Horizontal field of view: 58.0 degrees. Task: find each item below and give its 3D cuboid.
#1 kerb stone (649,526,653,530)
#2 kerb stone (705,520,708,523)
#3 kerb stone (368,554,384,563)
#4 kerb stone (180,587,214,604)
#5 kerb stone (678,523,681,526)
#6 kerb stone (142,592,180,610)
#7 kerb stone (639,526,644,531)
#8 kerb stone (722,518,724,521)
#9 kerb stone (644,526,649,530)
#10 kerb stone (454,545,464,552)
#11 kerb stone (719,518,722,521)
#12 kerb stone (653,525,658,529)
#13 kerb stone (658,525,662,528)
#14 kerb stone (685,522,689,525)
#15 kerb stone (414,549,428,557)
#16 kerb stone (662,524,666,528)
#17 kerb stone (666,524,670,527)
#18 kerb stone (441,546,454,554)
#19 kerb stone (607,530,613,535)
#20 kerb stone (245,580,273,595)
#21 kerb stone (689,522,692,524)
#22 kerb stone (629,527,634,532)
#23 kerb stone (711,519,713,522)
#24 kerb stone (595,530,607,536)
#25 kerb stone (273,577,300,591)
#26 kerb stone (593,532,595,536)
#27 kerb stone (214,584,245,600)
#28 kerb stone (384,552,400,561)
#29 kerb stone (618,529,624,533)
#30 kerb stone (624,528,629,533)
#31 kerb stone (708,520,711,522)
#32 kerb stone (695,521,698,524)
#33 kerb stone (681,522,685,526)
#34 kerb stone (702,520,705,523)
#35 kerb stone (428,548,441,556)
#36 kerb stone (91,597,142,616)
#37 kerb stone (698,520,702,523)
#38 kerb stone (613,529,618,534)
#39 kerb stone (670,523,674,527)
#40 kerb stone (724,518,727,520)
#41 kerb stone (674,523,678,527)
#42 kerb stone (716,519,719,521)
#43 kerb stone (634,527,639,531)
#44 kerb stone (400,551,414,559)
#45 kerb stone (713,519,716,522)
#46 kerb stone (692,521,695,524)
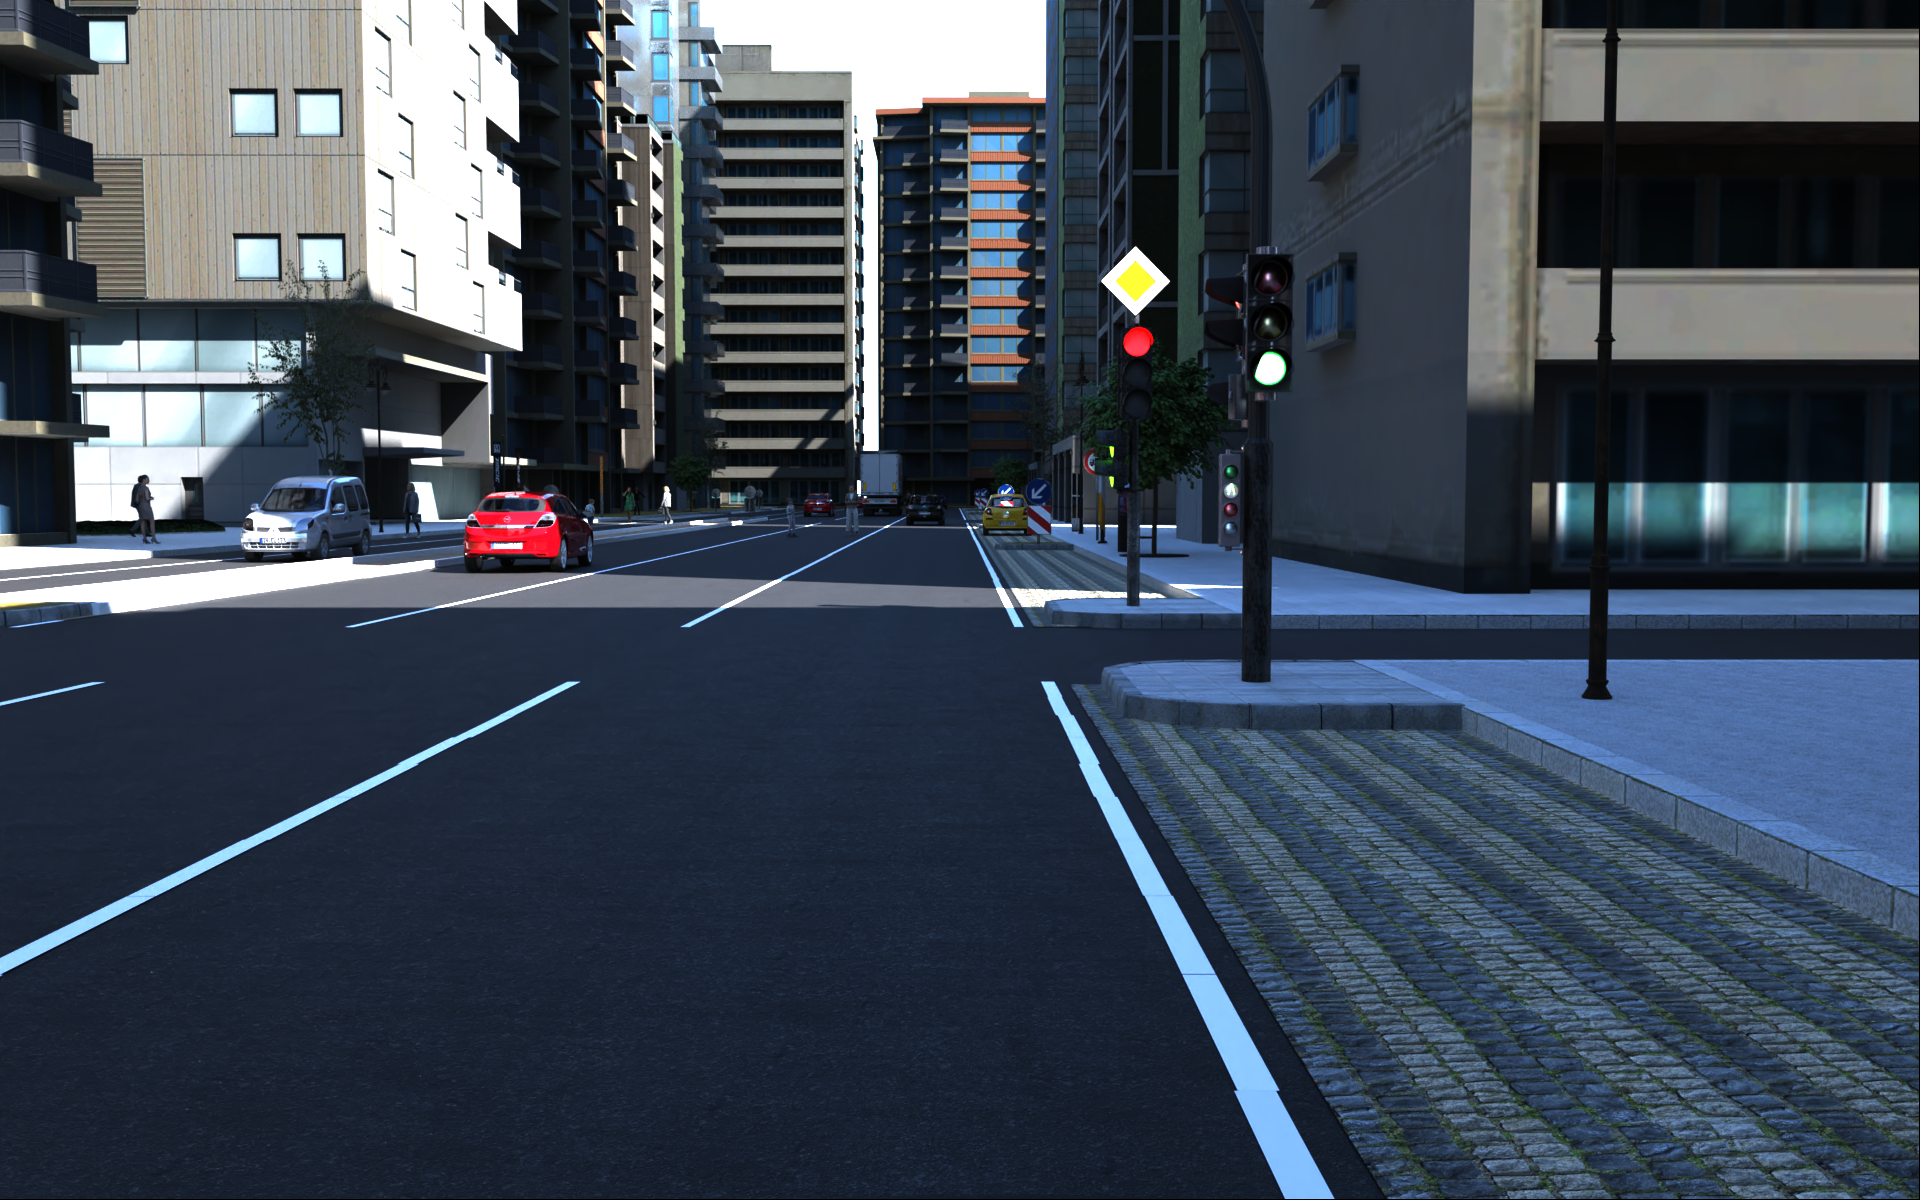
[{"bbox_3d":[-12.489,-2.869,69.096,0.120,0.150,1.000,0,4,0],"label":"kerb stone"},{"bbox_3d":[-12.551,-3.808,84.459,0.120,0.150,1.000,0,4,0],"label":"kerb stone"},{"bbox_3d":[-12.344,-0.862,36.285,0.120,0.150,1.000,0,4,0],"label":"kerb stone"},{"bbox_3d":[-10.182,-0.045,22.935,0.120,0.150,1.000,0,4,0],"label":"kerb stone"},{"bbox_3d":[-12.514,-3.304,76.265,0.120,0.150,1.000,0,4,0],"label":"kerb stone"},{"bbox_3d":[-10.179,0.020,21.903,0.120,0.150,1.000,0,4,0],"label":"kerb stone"},{"bbox_3d":[-12.478,-2.739,67.052,0.120,0.150,1.000,0,4,0],"label":"kerb stone"},{"bbox_3d":[-12.585,-4.182,90.617,0.120,0.150,1.000,0,4,0],"label":"kerb stone"},{"bbox_3d":[-12.482,-2.805,68.074,0.120,0.150,1.000,0,4,0],"label":"kerb stone"},{"bbox_3d":[-12.373,-1.239,42.447,0.120,0.150,1.000,0,4,0],"label":"kerb stone"},{"bbox_3d":[-12.582,-4.118,89.584,0.120,0.150,1.000,0,4,0],"label":"kerb stone"},{"bbox_3d":[-12.493,-2.931,70.118,0.120,0.150,1.000,0,4,0],"label":"kerb stone"},{"bbox_3d":[-12.495,-2.993,71.141,0.120,0.150,1.000,0,4,0],"label":"kerb stone"},{"bbox_3d":[-12.526,-3.432,78.314,0.120,0.150,1.000,0,4,0],"label":"kerb stone"},{"bbox_3d":[-12.359,-1.047,39.359,0.120,0.150,1.000,0,4,0],"label":"kerb stone"},{"bbox_3d":[-12.507,-3.056,72.169,0.120,0.150,1.000,0,4,0],"label":"kerb stone"},{"bbox_3d":[-12.508,-3.119,73.193,0.120,0.150,1.000,0,4,0],"label":"kerb stone"},{"bbox_3d":[-12.375,-1.176,41.425,0.120,0.150,1.000,0,4,0],"label":"kerb stone"},{"bbox_3d":[-12.455,-2.367,60.898,0.120,0.150,1.000,0,4,0],"label":"kerb stone"},{"bbox_3d":[-10.200,-0.171,24.988,0.120,0.150,1.000,0,4,0],"label":"kerb stone"},{"bbox_3d":[-12.535,-3.495,79.341,0.120,0.150,1.000,0,4,0],"label":"kerb stone"},{"bbox_3d":[-12.464,-2.618,65.004,0.120,0.150,1.000,0,4,0],"label":"kerb stone"},{"bbox_3d":[-12.575,-3.932,86.511,0.120,0.150,1.000,0,4,0],"label":"kerb stone"},{"bbox_3d":[-12.448,-2.305,59.876,0.120,0.150,1.000,0,4,0],"label":"kerb stone"},{"bbox_3d":[-10.198,-0.234,26.024,0.120,0.150,1.000,0,4,0],"label":"kerb stone"},{"bbox_3d":[-12.436,-2.180,57.831,0.120,0.150,1.000,0,4,0],"label":"kerb stone"},{"bbox_3d":[-10.192,-0.108,23.966,0.120,0.150,1.000,0,4,0],"label":"kerb stone"},{"bbox_3d":[-12.345,-0.924,37.313,0.120,0.150,1.000,0,4,0],"label":"kerb stone"},{"bbox_3d":[-12.452,-2.492,62.947,0.120,0.150,1.000,0,4,0],"label":"kerb stone"},{"bbox_3d":[-12.476,-2.556,63.981,0.120,0.150,1.000,0,4,0],"label":"kerb stone"},{"bbox_3d":[-12.561,-3.871,85.482,0.120,0.150,1.000,0,4,0],"label":"kerb stone"},{"bbox_3d":[-12.548,-3.614,81.386,0.120,0.150,1.000,0,4,0],"label":"kerb stone"},{"bbox_3d":[-12.531,-3.370,77.289,0.120,0.150,1.000,0,4,0],"label":"kerb stone"},{"bbox_3d":[-12.555,-3.746,83.437,0.120,0.150,1.000,0,4,0],"label":"kerb stone"},{"bbox_3d":[-12.363,-1.113,40.390,0.120,0.150,1.000,0,4,0],"label":"kerb stone"},{"bbox_3d":[-10.187,0.080,20.880,0.120,0.150,1.000,0,4,0],"label":"kerb stone"},{"bbox_3d":[-12.546,-3.683,82.414,0.120,0.150,1.000,0,4,0],"label":"kerb stone"},{"bbox_3d":[-12.460,-2.430,61.920,0.120,0.150,1.000,0,4,0],"label":"kerb stone"},{"bbox_3d":[-12.507,-3.181,74.215,0.120,0.150,1.000,0,4,0],"label":"kerb stone"},{"bbox_3d":[-12.590,-4.247,91.640,0.120,0.150,1.000,0,4,0],"label":"kerb stone"},{"bbox_3d":[-12.513,-3.243,75.237,0.120,0.150,1.000,0,4,0],"label":"kerb stone"},{"bbox_3d":[-12.567,-4.059,88.556,0.120,0.150,1.000,0,4,0],"label":"kerb stone"},{"bbox_3d":[-12.476,-2.681,66.026,0.120,0.150,1.000,0,4,0],"label":"kerb stone"},{"bbox_3d":[-12.355,-0.987,38.336,0.120,0.150,1.000,0,4,0],"label":"kerb stone"},{"bbox_3d":[-12.568,-3.988,87.534,0.120,0.150,1.000,0,4,0],"label":"kerb stone"},{"bbox_3d":[-12.536,-3.558,80.363,0.120,0.150,1.000,0,4,0],"label":"kerb stone"}]
